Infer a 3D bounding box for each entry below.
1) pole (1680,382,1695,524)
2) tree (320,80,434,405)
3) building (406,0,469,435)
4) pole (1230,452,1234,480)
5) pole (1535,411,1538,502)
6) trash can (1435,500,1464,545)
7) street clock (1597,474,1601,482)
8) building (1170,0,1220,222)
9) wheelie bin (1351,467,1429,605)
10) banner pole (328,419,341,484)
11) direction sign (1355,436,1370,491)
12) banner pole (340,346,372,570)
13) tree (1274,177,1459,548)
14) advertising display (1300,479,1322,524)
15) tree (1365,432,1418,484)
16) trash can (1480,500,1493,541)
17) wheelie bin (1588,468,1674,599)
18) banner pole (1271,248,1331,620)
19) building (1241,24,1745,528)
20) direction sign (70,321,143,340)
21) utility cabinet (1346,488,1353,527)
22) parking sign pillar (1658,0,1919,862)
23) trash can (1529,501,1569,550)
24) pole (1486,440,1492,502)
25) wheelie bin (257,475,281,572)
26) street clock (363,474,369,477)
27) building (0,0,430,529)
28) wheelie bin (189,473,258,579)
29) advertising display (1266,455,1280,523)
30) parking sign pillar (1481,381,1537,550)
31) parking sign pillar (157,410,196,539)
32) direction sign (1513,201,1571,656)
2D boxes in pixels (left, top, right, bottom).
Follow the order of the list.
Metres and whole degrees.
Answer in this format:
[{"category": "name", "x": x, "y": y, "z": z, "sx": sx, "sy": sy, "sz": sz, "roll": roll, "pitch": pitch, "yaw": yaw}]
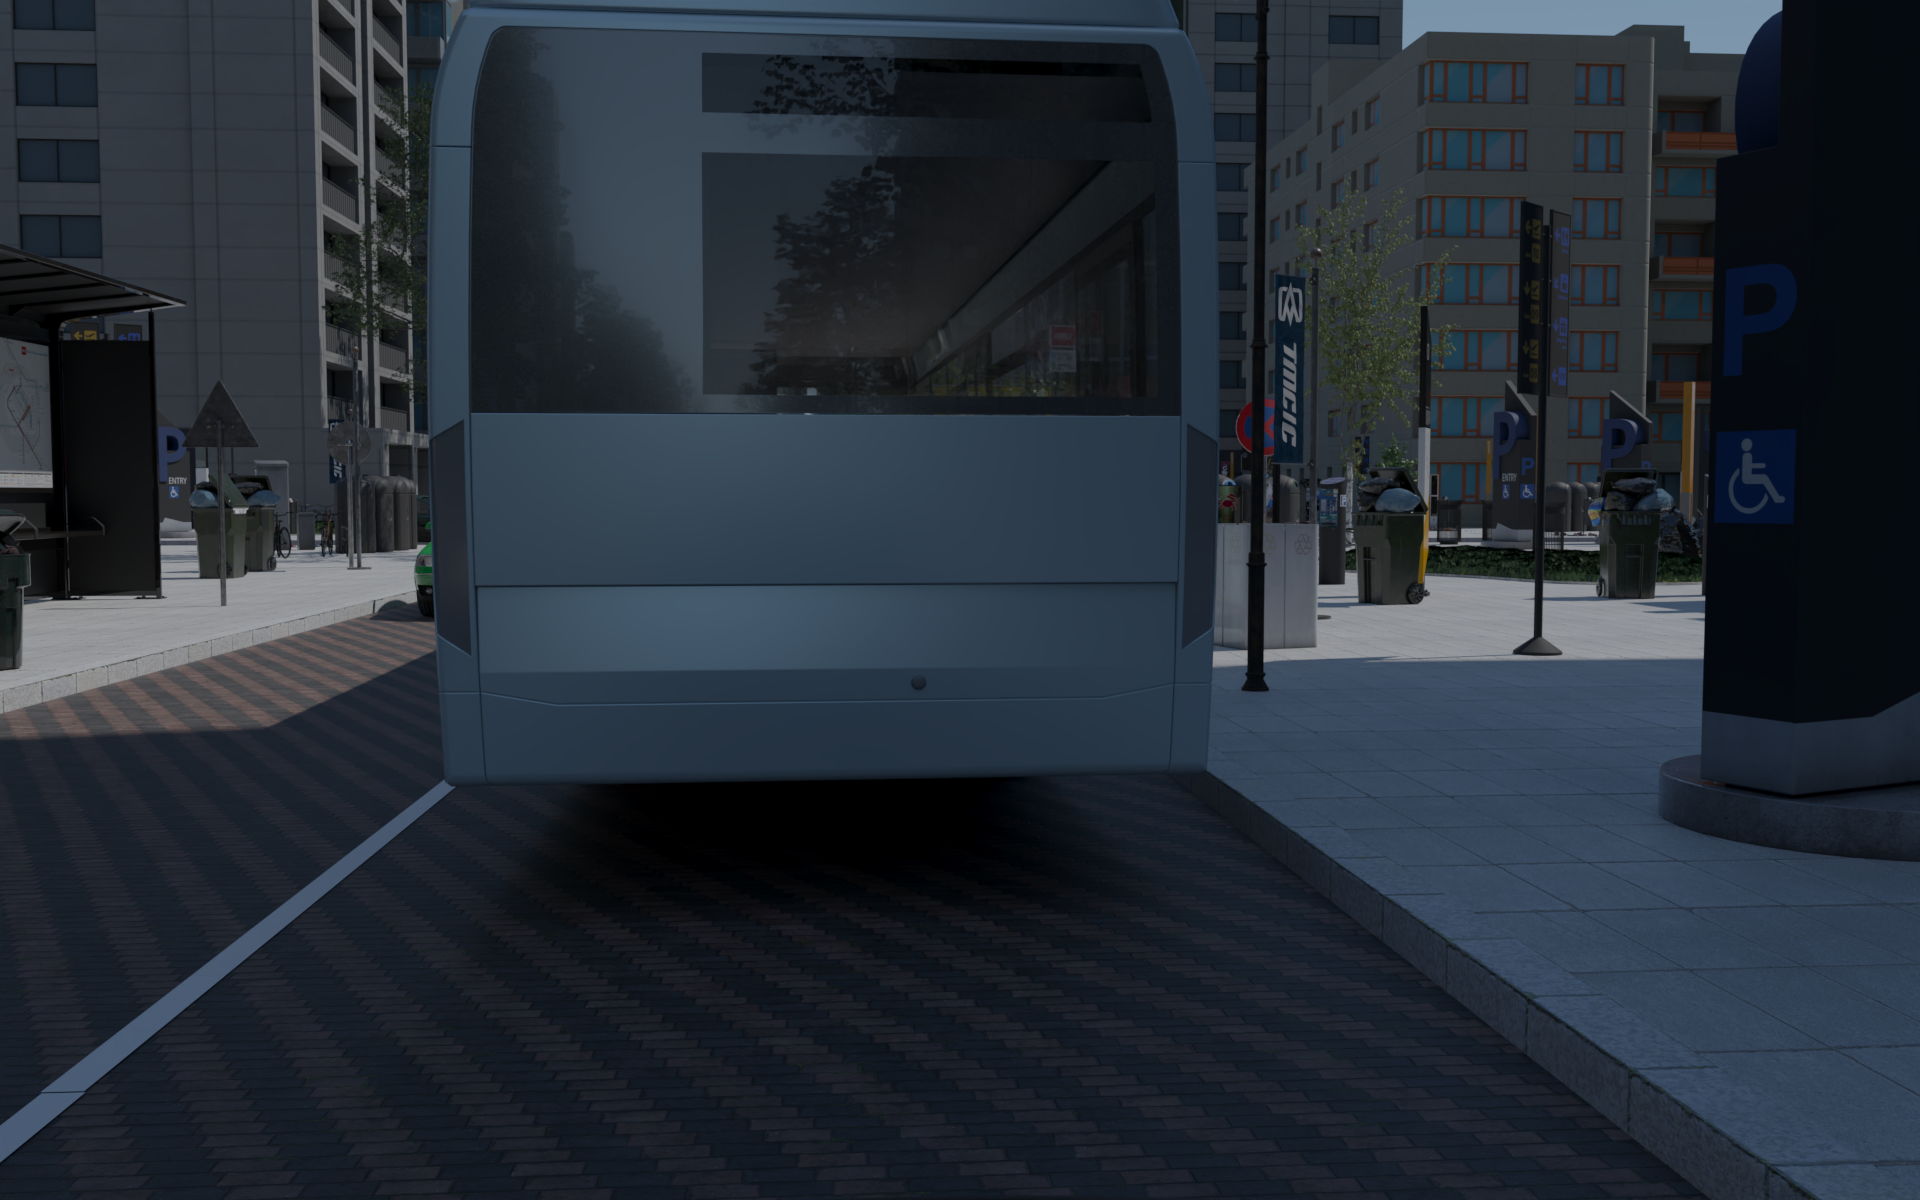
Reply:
[{"category": "pole", "x": 13.272, "y": -2.309, "z": 31.603, "sx": 0.158, "sy": 3.312, "sz": 0.155, "roll": 0, "pitch": 3, "yaw": 0}, {"category": "tree", "x": -9.386, "y": -6.223, "z": 36.165, "sx": 8.767, "sy": 10.594, "sz": 7.601, "roll": 0, "pitch": 4, "yaw": -2}, {"category": "building", "x": -48.389, "y": -33.978, "z": 175.155, "sx": 30.456, "sy": 49.044, "sz": 23.786, "roll": 0, "pitch": 4, "yaw": -5}, {"category": "pole", "x": 13.295, "y": -5.558, "z": 84.709, "sx": 0.158, "sy": 3.312, "sz": 0.155, "roll": 0, "pitch": 3, "yaw": 0}, {"category": "pole", "x": 14.157, "y": -2.964, "z": 42.309, "sx": 0.158, "sy": 3.312, "sz": 0.155, "roll": 0, "pitch": 3, "yaw": 0}, {"category": "trash can", "x": 12.442, "y": -1.981, "z": 44.039, "sx": 0.748, "sy": 1.137, "sz": 0.748, "roll": 0, "pitch": 3, "yaw": 0}, {"category": "street clock", "x": 23.574, "y": -3.611, "z": 63.614, "sx": 0.358, "sy": 2.002, "sz": 0.471, "roll": 3, "pitch": 5, "yaw": 43}, {"category": "building", "x": 13.450, "y": -40.754, "z": 104.579, "sx": 20.563, "sy": 71.187, "sz": 20.611, "roll": 0, "pitch": 4, "yaw": -5}, {"category": "wheelie bin", "x": 5.011, "y": -0.754, "z": 20.230, "sx": 0.693, "sy": 1.594, "sz": 0.980, "roll": -2, "pitch": 4, "yaw": -28}, {"category": "banner pole", "x": -18.124, "y": -3.724, "z": 50.912, "sx": 0.863, "sy": 3.779, "sz": 0.401, "roll": -2, "pitch": 4, "yaw": -30}, {"category": "direction sign", "x": 15.785, "y": -4.653, "z": 68.069, "sx": 0.379, "sy": 3.537, "sz": 0.876, "roll": -2, "pitch": 4, "yaw": -25}, {"category": "banner pole", "x": -10.144, "y": -2.396, "z": 29.185, "sx": 0.401, "sy": 3.779, "sz": 0.863, "roll": -1, "pitch": 4, "yaw": -23}, {"category": "tree", "x": 9.555, "y": -5.562, "z": 41.303, "sx": 4.737, "sy": 8.622, "sz": 4.395, "roll": 0, "pitch": 3, "yaw": 0}, {"category": "advertising display", "x": 14.616, "y": -4.097, "z": 72.199, "sx": 0.974, "sy": 1.923, "sz": 0.123, "roll": -1, "pitch": 4, "yaw": -16}, {"category": "tree", "x": 13.306, "y": -3.617, "z": 53.733, "sx": 1.663, "sy": 3.219, "sz": 1.824, "roll": 0, "pitch": 3, "yaw": 0}, {"category": "trash can", "x": 13.300, "y": -1.921, "z": 43.062, "sx": 0.748, "sy": 1.137, "sz": 0.748, "roll": 0, "pitch": 3, "yaw": 0}, {"category": "wheelie bin", "x": 8.283, "y": -0.823, "z": 21.360, "sx": 0.980, "sy": 1.594, "sz": 0.693, "roll": 0, "pitch": 4, "yaw": 8}, {"category": "banner pole", "x": 3.445, "y": -1.686, "z": 17.586, "sx": 0.863, "sy": 3.779, "sz": 0.401, "roll": -3, "pitch": 5, "yaw": -39}, {"category": "building", "x": 30.658, "y": -14.370, "z": 79.994, "sx": 28.899, "sy": 21.520, "sz": 27.650, "roll": 0, "pitch": 4, "yaw": -5}, {"category": "direction sign", "x": -11.266, "y": -1.895, "z": 22.974, "sx": 0.876, "sy": 3.537, "sz": 0.379, "roll": -3, "pitch": 5, "yaw": -41}, {"category": "utility cabinet", "x": 14.586, "y": -3.483, "z": 65.625, "sx": 0.318, "sy": 1.500, "sz": 1.173, "roll": 2, "pitch": 4, "yaw": 25}, {"category": "parking sign pillar", "x": 3.493, "y": -1.110, "z": 6.616, "sx": 1.447, "sy": 3.967, "sz": 1.447, "roll": -2, "pitch": 4, "yaw": -27}, {"category": "trash can", "x": 11.798, "y": -1.411, "z": 34.725, "sx": 0.748, "sy": 1.137, "sz": 0.748, "roll": 0, "pitch": 3, "yaw": 0}, {"category": "pole", "x": 19.961, "y": -4.377, "z": 65.399, "sx": 0.158, "sy": 3.312, "sz": 0.155, "roll": 0, "pitch": 3, "yaw": 0}, {"category": "wheelie bin", "x": -11.770, "y": -1.276, "z": 28.776, "sx": 0.980, "sy": 1.594, "sz": 0.693, "roll": 0, "pitch": 4, "yaw": 0}, {"category": "street clock", "x": -21.825, "y": -3.616, "z": 63.696, "sx": 0.358, "sy": 2.002, "sz": 0.471, "roll": -1, "pitch": 4, "yaw": -18}, {"category": "building", "x": -32.366, "y": -38.729, "z": 71.472, "sx": 20.563, "sy": 71.187, "sz": 20.611, "roll": 0, "pitch": 4, "yaw": -5}, {"category": "wheelie bin", "x": -11.304, "y": -1.132, "z": 26.410, "sx": 0.693, "sy": 1.594, "sz": 0.980, "roll": 0, "pitch": 4, "yaw": 0}, {"category": "advertising display", "x": 5.029, "y": -1.410, "z": 28.260, "sx": 0.123, "sy": 1.923, "sz": 0.974, "roll": 0, "pitch": 4, "yaw": -5}, {"category": "parking sign pillar", "x": 12.982, "y": -3.186, "z": 40.558, "sx": 1.447, "sy": 3.967, "sz": 1.447, "roll": -1, "pitch": 4, "yaw": -10}, {"category": "parking sign pillar", "x": -23.053, "y": -3.787, "z": 50.396, "sx": 1.447, "sy": 3.967, "sz": 1.447, "roll": 1, "pitch": 4, "yaw": 20}, {"category": "direction sign", "x": 4.634, "y": -1.333, "z": 13.789, "sx": 0.379, "sy": 3.537, "sz": 0.876, "roll": 3, "pitch": 5, "yaw": 42}]
